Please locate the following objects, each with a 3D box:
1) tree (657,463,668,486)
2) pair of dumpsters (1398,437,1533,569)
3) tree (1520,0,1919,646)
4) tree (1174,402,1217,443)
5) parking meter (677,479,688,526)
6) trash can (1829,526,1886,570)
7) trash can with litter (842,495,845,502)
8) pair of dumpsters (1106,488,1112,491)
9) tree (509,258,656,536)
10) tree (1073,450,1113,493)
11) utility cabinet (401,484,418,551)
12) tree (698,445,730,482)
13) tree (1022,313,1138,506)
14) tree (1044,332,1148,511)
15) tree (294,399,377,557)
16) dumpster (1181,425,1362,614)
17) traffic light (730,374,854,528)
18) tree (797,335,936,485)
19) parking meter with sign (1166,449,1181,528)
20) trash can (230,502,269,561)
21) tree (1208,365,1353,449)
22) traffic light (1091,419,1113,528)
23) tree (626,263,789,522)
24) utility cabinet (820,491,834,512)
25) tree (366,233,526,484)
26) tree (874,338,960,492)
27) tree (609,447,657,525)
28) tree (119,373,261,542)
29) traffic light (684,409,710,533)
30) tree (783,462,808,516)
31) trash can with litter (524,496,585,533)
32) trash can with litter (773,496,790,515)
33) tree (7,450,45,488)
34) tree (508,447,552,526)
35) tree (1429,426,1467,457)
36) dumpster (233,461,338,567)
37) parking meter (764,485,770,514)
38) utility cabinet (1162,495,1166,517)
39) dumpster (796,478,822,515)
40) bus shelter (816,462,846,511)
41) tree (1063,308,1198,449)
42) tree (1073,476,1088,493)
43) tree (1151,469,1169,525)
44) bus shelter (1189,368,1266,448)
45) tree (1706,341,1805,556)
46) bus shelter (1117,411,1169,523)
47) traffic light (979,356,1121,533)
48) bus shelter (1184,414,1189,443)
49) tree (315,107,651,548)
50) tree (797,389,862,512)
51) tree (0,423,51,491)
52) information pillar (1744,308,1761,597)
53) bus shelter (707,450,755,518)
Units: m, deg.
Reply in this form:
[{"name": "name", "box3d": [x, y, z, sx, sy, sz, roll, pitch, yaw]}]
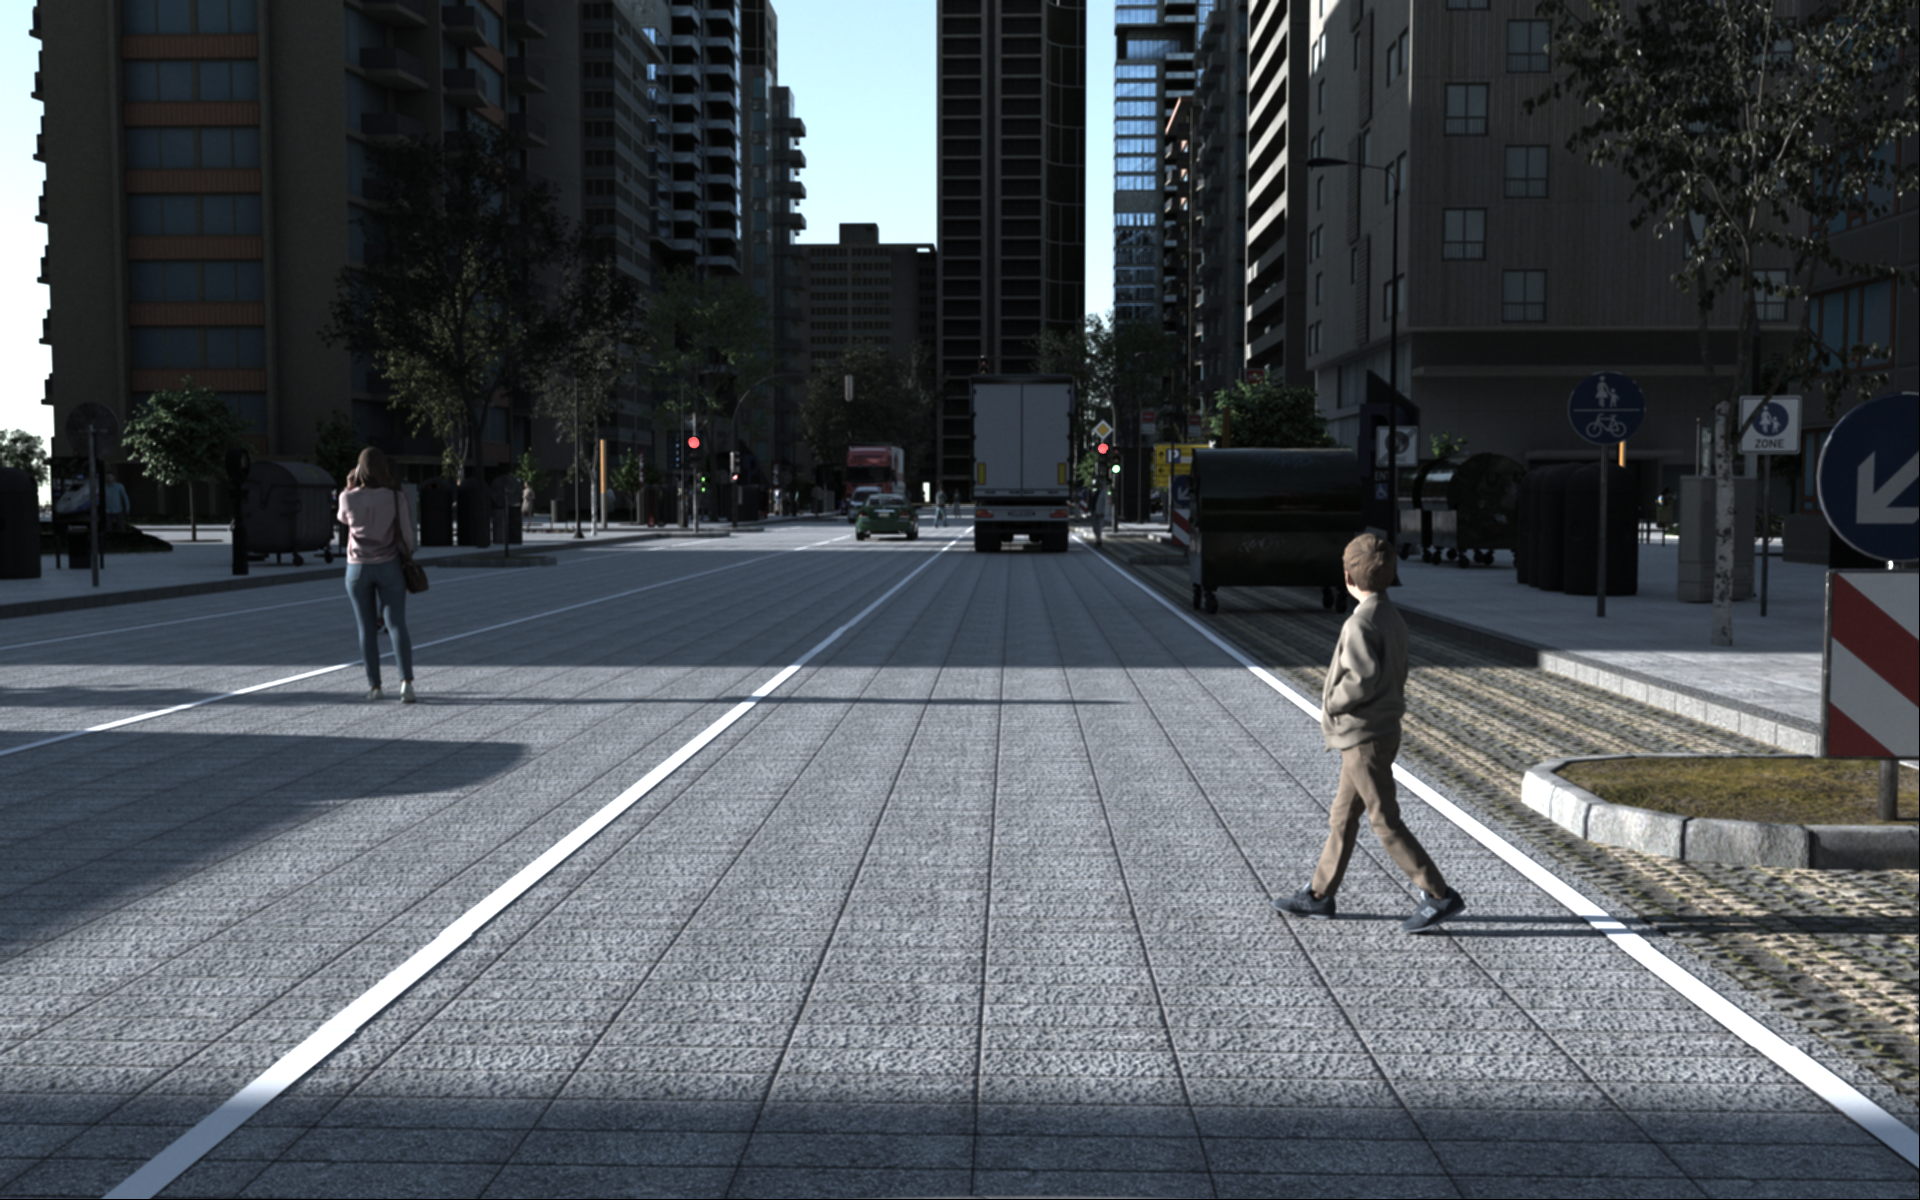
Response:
[{"name": "tree", "box3d": [-15.284, -5.552, 85.369, 1.663, 3.219, 1.824, 0, 3, 0]}, {"name": "pair of dumpsters", "box3d": [9.111, -1.782, 31.629, 1.574, 2.255, 4.437, 0, 4, 2]}, {"name": "tree", "box3d": [6.418, -3.906, 14.224, 4.360, 8.622, 3.978, 0, 3, 0]}, {"name": "tree", "box3d": [18.945, -11.449, 137.554, 4.737, 8.622, 4.395, 0, 3, 0]}, {"name": "parking meter", "box3d": [-11.021, -3.860, 68.814, 0.255, 1.863, 0.399, 2, 4, 33]}, {"name": "trash can", "box3d": [8.952, -0.338, 17.173, 0.748, 1.137, 0.748, 0, 3, 0]}, {"name": "trash can with litter", "box3d": [-8.865, -7.688, 137.090, 1.055, 1.170, 0.624, 3, 4, 37]}, {"name": "pair of dumpsters", "box3d": [10.710, -7.162, 119.598, 1.574, 2.255, 4.437, 0, 4, 2]}, {"name": "tree", "box3d": [-11.496, -6.283, 53.081, 4.360, 8.622, 3.978, 0, 3, 0]}, {"name": "tree", "box3d": [9.110, -7.806, 111.339, 4.285, 4.588, 4.351, 0, 3, 0]}, {"name": "utility cabinet", "box3d": [-12.614, -1.808, 38.247, 1.173, 1.500, 0.318, -2, 4, -28]}, {"name": "tree", "box3d": [-16.149, -8.116, 116.402, 4.285, 4.588, 4.351, 0, 3, 0]}, {"name": "tree", "box3d": [13.229, -19.761, 178.974, 12.611, 20.169, 13.585, 0, 3, 0]}, {"name": "tree", "box3d": [9.755, -13.463, 130.483, 12.009, 13.543, 11.850, 0, 3, 0]}, {"name": "tree", "box3d": [-12.810, -2.494, 35.381, 1.663, 3.219, 1.824, 0, 3, 0]}, {"name": "dumpster", "box3d": [3.761, -0.982, 21.007, 1.985, 2.255, 1.502, 0, 4, 0]}, {"name": "traffic light", "box3d": [-6.415, -5.555, 65.487, 4.771, 5.953, 1.251, 0, 4, 2]}, {"name": "tree", "box3d": [-8.433, -14.314, 140.687, 9.857, 13.997, 8.962, 0, 3, 0]}, {"name": "parking meter with sign", "box3d": [8.163, -4.264, 65.982, 0.543, 3.016, 1.738, 0, 4, 4]}, {"name": "trash can", "box3d": [-13.553, -1.313, 33.126, 0.748, 1.137, 0.748, 0, 3, 0]}, {"name": "tree", "box3d": [7.797, -3.693, 44.098, 4.285, 4.588, 4.351, 0, 3, 0]}, {"name": "traffic light", "box3d": [5.346, -4.659, 65.100, 0.839, 4.253, 0.868, 0, 4, 2]}, {"name": "tree", "box3d": [-11.284, -9.345, 78.539, 9.928, 11.665, 9.643, 0, 3, 0]}, {"name": "utility cabinet", "box3d": [-9.718, -7.153, 125.636, 1.173, 1.500, 0.318, 1, 4, 12]}, {"name": "tree", "box3d": [-14.052, -5.958, 47.783, 4.737, 8.622, 4.395, 0, 3, 0]}, {"name": "tree", "box3d": [-5.288, -21.561, 208.415, 12.611, 20.169, 13.585, 0, 3, 0]}, {"name": "tree", "box3d": [-13.680, -4.725, 71.862, 1.663, 3.219, 1.824, 0, 3, 0]}, {"name": "tree", "box3d": [-20.749, -3.848, 46.627, 4.285, 4.588, 4.351, 0, 3, 0]}, {"name": "traffic light", "box3d": [-8.760, -4.197, 57.537, 0.839, 4.253, 0.868, 0, 4, 2]}, {"name": "tree", "box3d": [-10.169, -6.648, 103.290, 1.663, 3.219, 1.824, 0, 3, 0]}, {"name": "trash can with litter", "box3d": [-13.702, -2.846, 57.582, 2.233, 1.210, 1.678, 0, 4, 1]}, {"name": "trash can with litter", "box3d": [-10.818, -5.741, 105.250, 1.055, 1.170, 0.624, -1, 4, -14]}, {"name": "tree", "box3d": [-41.556, -4.997, 76.309, 1.663, 3.219, 1.824, 0, 3, 0]}, {"name": "tree", "box3d": [-17.579, -4.657, 70.738, 1.663, 3.219, 1.824, 0, 3, 0]}, {"name": "tree", "box3d": [13.346, -3.257, 47.861, 1.663, 3.219, 1.824, 0, 3, 0]}, {"name": "dumpster", "box3d": [-12.205, -1.563, 31.313, 1.264, 1.857, 1.865, 0, 4, 2]}, {"name": "parking meter", "box3d": [-12.388, -6.425, 110.762, 0.399, 1.863, 0.255, 0, 4, -4]}, {"name": "utility cabinet", "box3d": [11.867, -5.251, 97.014, 1.020, 1.237, 0.306, 1, 4, 11]}, {"name": "dumpster", "box3d": [-9.396, -6.436, 107.728, 1.502, 2.255, 1.985, 0, 4, 2]}, {"name": "bus shelter", "box3d": [-9.730, -8.559, 131.222, 1.731, 3.624, 6.357, 0, 4, 2]}, {"name": "tree", "box3d": [9.598, -10.441, 96.470, 9.928, 11.665, 9.643, 0, 3, 0]}, {"name": "tree", "box3d": [10.724, -9.835, 155.407, 1.663, 3.219, 1.824, 0, 3, 0]}, {"name": "tree", "box3d": [8.939, -4.766, 72.526, 1.663, 3.219, 1.824, 0, 3, 0]}, {"name": "bus shelter", "box3d": [8.622, -4.601, 52.857, 2.179, 5.291, 8.768, 0, 4, 2]}, {"name": "tree", "box3d": [17.372, -3.197, 35.977, 4.285, 4.588, 4.351, 0, 3, 0]}, {"name": "bus shelter", "box3d": [8.281, -6.333, 81.182, 2.179, 5.291, 8.768, 0, 4, 2]}, {"name": "traffic light", "box3d": [3.002, -5.038, 57.043, 4.771, 5.953, 1.251, 0, 4, 2]}, {"name": "bus shelter", "box3d": [10.983, -6.546, 84.666, 2.179, 5.291, 8.768, 0, 4, 2]}, {"name": "tree", "box3d": [-11.314, -6.534, 41.239, 8.767, 10.594, 7.601, 0, 4, 3]}, {"name": "tree", "box3d": [-9.321, -10.530, 122.525, 4.360, 8.622, 3.978, 0, 3, 0]}, {"name": "tree", "box3d": [-64.233, -10.245, 130.404, 11.467, 7.101, 20.602, 0, 4, 2]}, {"name": "information pillar", "box3d": [9.840, -1.846, 21.543, 0.183, 3.616, 0.504, 1, 4, 17]}, {"name": "bus shelter", "box3d": [-12.696, -6.421, 96.264, 1.731, 3.624, 6.357, 0, 4, 2]}]
